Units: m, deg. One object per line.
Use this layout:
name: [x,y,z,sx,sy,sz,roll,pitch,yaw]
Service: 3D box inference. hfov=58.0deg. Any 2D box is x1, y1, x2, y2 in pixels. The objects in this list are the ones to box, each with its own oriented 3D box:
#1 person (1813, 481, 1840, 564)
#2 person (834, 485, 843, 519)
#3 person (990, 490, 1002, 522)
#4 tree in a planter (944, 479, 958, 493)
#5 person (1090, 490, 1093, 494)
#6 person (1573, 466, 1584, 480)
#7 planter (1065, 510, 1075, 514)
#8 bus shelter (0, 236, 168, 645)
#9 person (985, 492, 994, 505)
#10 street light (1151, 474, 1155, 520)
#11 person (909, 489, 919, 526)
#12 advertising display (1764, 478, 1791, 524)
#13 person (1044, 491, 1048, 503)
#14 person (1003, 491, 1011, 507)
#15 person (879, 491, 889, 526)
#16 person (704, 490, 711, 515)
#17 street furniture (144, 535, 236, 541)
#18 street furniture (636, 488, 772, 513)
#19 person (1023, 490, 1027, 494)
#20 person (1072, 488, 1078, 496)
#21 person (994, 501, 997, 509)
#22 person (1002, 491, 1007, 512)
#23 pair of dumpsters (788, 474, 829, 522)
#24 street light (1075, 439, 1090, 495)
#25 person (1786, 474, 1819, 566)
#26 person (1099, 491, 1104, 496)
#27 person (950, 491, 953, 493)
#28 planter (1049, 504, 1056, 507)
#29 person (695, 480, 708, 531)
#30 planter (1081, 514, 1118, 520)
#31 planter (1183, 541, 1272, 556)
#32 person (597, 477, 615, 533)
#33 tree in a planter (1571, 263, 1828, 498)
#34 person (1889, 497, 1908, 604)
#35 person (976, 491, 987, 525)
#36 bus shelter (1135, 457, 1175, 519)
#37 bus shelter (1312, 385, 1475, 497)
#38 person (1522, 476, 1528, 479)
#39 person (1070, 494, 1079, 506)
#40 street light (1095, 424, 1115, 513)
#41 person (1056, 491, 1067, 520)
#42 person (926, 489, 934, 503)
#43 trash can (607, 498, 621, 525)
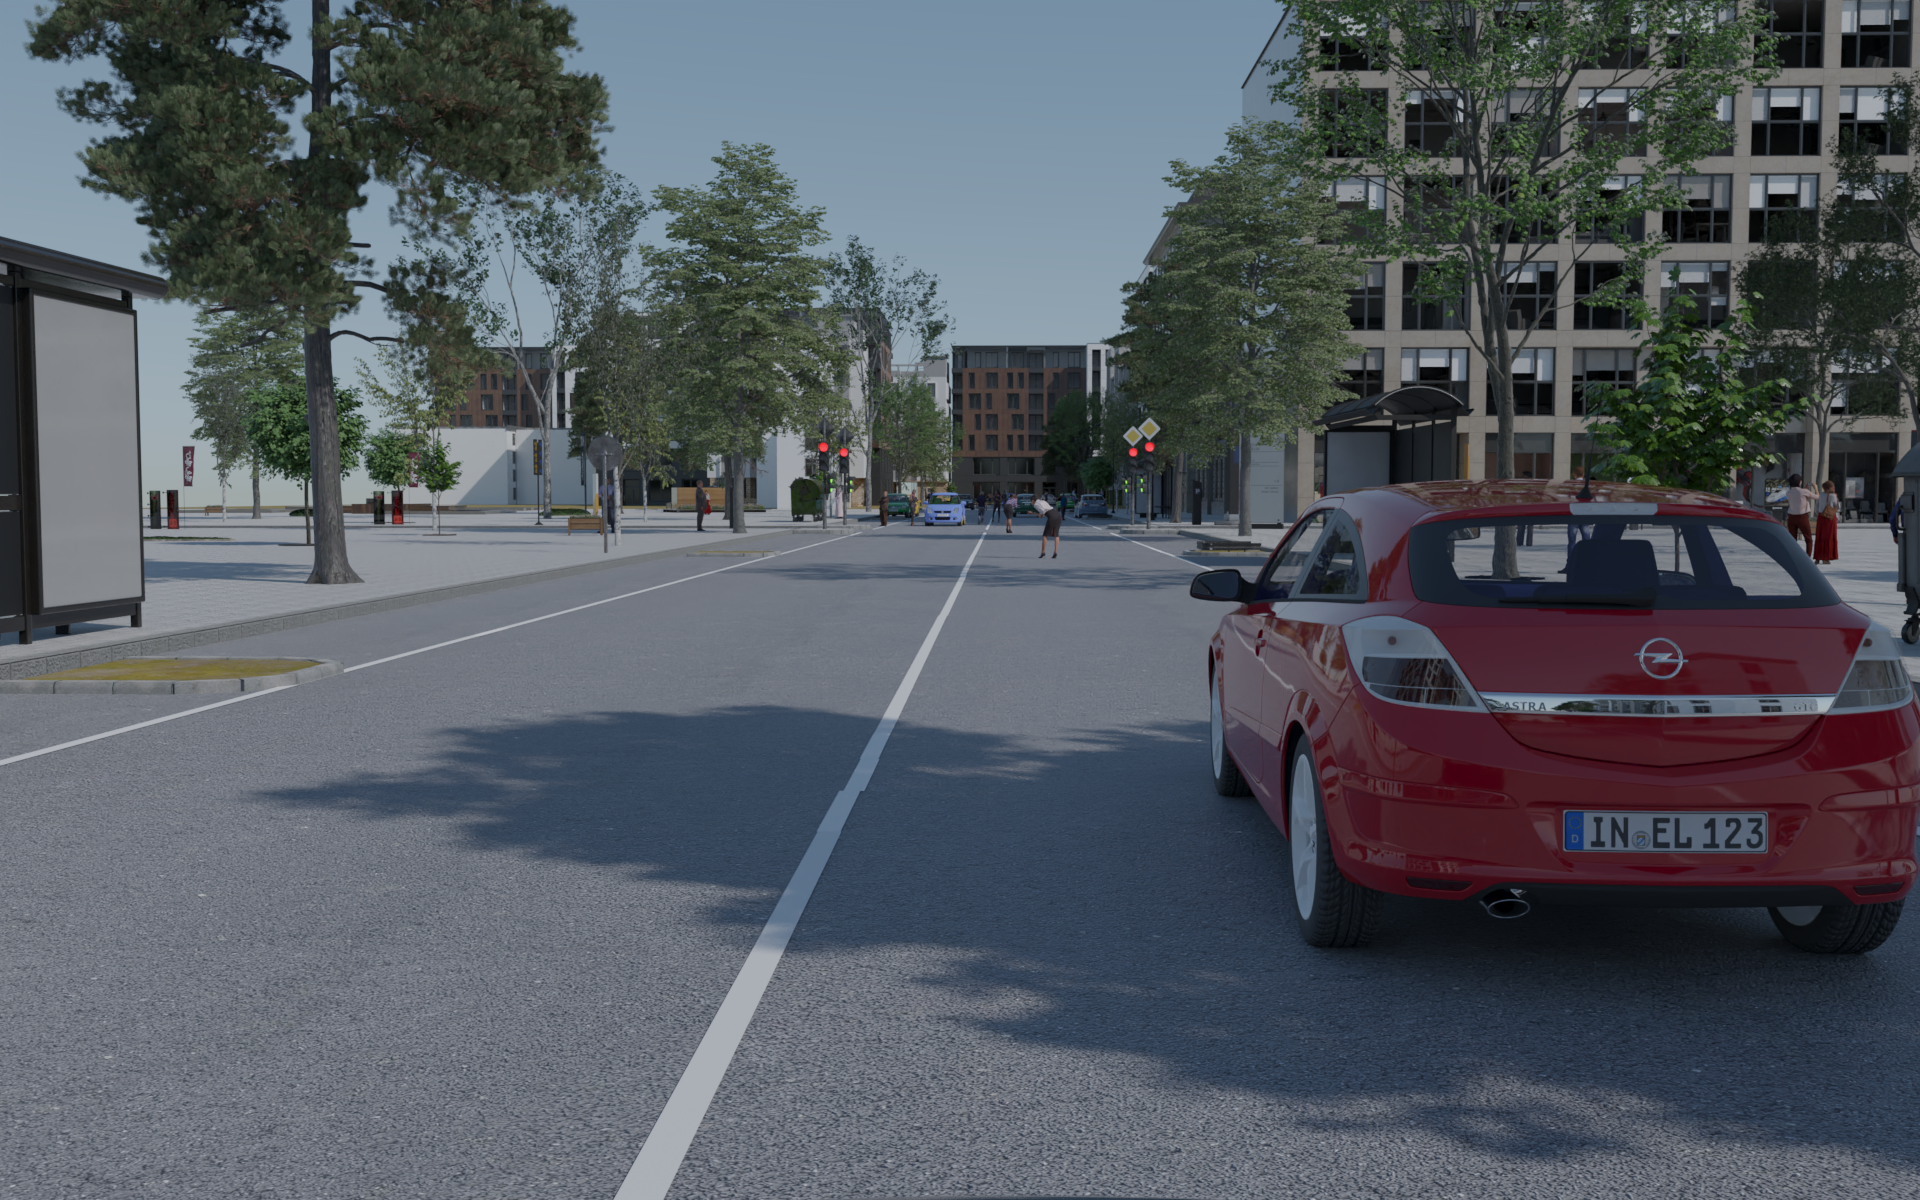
person: [15.806,-1.413,31.615,0.387,1.526,0.523,-1,4,-15]
person: [-6.279,-5.052,89.314,0.621,1.740,0.551,-3,4,-37]
person: [1.814,-4.745,87.543,0.593,1.643,0.415,-1,4,-15]
tree in a planter: [-1.072,-12.427,200.400,1.991,3.239,1.994,0,4,1]
person: [13.204,-10.168,173.004,0.721,1.735,1.217,-1,4,-13]
person: [9.894,-1.280,27.795,0.655,1.722,0.431,0,4,-2]
planter: [8.430,-6.260,123.487,1.991,0.319,1.994,0,4,1]
bus shelter: [-8.789,-2.120,12.293,2.179,5.291,8.768,0,4,1]
person: [3.552,-12.082,206.746,1.217,1.736,0.721,1,4,16]
street light: [8.837,-6.832,84.244,1.470,5.913,1.316,0,4,1]
person: [-2.044,-4.116,77.265,0.415,1.643,0.593,-1,4,-20]
advertising display: [33.393,-4.010,70.770,0.974,1.923,0.123,1,4,14]
person: [7.030,-7.987,139.888,0.445,1.727,0.742,-2,4,-28]
person: [3.978,-8.573,149.401,1.217,1.736,0.721,1,4,11]
person: [-3.366,-4.033,76.711,0.388,1.546,0.482,-3,5,-40]
person: [-15.586,-6.008,106.746,0.387,1.526,0.523,3,4,37]
street furniture: [-30.919,-2.044,38.446,14.083,1.986,27.439,2,4,27]
street furniture: [-16.764,-7.040,121.961,11.010,1.723,9.812,-1,4,-20]
person: [5.924,-9.147,158.131,1.350,1.814,0.705,1,4,22]
person: [11.351,-10.058,170.364,0.599,1.838,0.709,0,4,-3]
person: [3.586,-9.740,170.974,0.421,1.427,0.697,-1,4,-23]
person: [3.588,-8.099,141.746,0.431,1.722,0.655,0,4,-2]
pair of dumpsters: [-7.056,-4.774,80.546,1.574,2.255,4.436,0,4,1]
street light: [10.402,-10.605,145.930,1.470,5.913,1.316,0,4,1]
person: [15.054,-1.436,30.986,0.566,1.644,0.517,0,4,2]
person: [15.702,-11.458,193.256,0.709,1.838,0.599,-2,4,-31]
person: [-0.892,-9.596,166.109,0.721,1.735,1.217,2,4,32]
planter: [10.418,-10.919,199.672,1.991,0.319,1.994,0,4,1]
person: [-8.990,-3.281,60.239,0.434,1.755,0.990,-1,4,-9]
planter: [7.730,-4.601,96.358,1.991,0.319,1.994,0,4,1]
planter: [6.301,-1.210,40.923,1.991,0.319,1.994,0,4,1]
person: [-11.513,-3.096,56.531,0.709,1.838,0.599,-1,4,-10]
tree in a planter: [5.582,-0.992,13.439,1.991,3.239,1.994,0,4,1]
person: [11.172,-0.691,20.039,0.600,1.496,0.574,-1,4,-14]
person: [0.937,-4.314,81.250,0.569,1.553,0.471,3,5,41]
bus shelter: [10.195,-5.948,91.180,2.014,3.302,5.546,0,4,2]
bus shelter: [8.612,-2.514,35.025,2.014,3.302,5.546,0,4,1]
person: [14.058,-2.192,42.681,0.742,1.727,0.445,0,4,-1]
person: [8.537,-7.170,128.969,0.697,1.427,0.421,0,4,7]
street light: [9.642,-8.708,114.911,1.470,5.913,1.316,0,4,1]
person: [5.587,-5.155,94.649,0.647,1.594,0.662,-2,4,-28]
person: [-1.779,-6.020,107.740,0.655,1.722,0.431,0,4,5]
trash can: [-14.355,-3.672,71.694,0.748,1.137,0.748,0,3,0]
